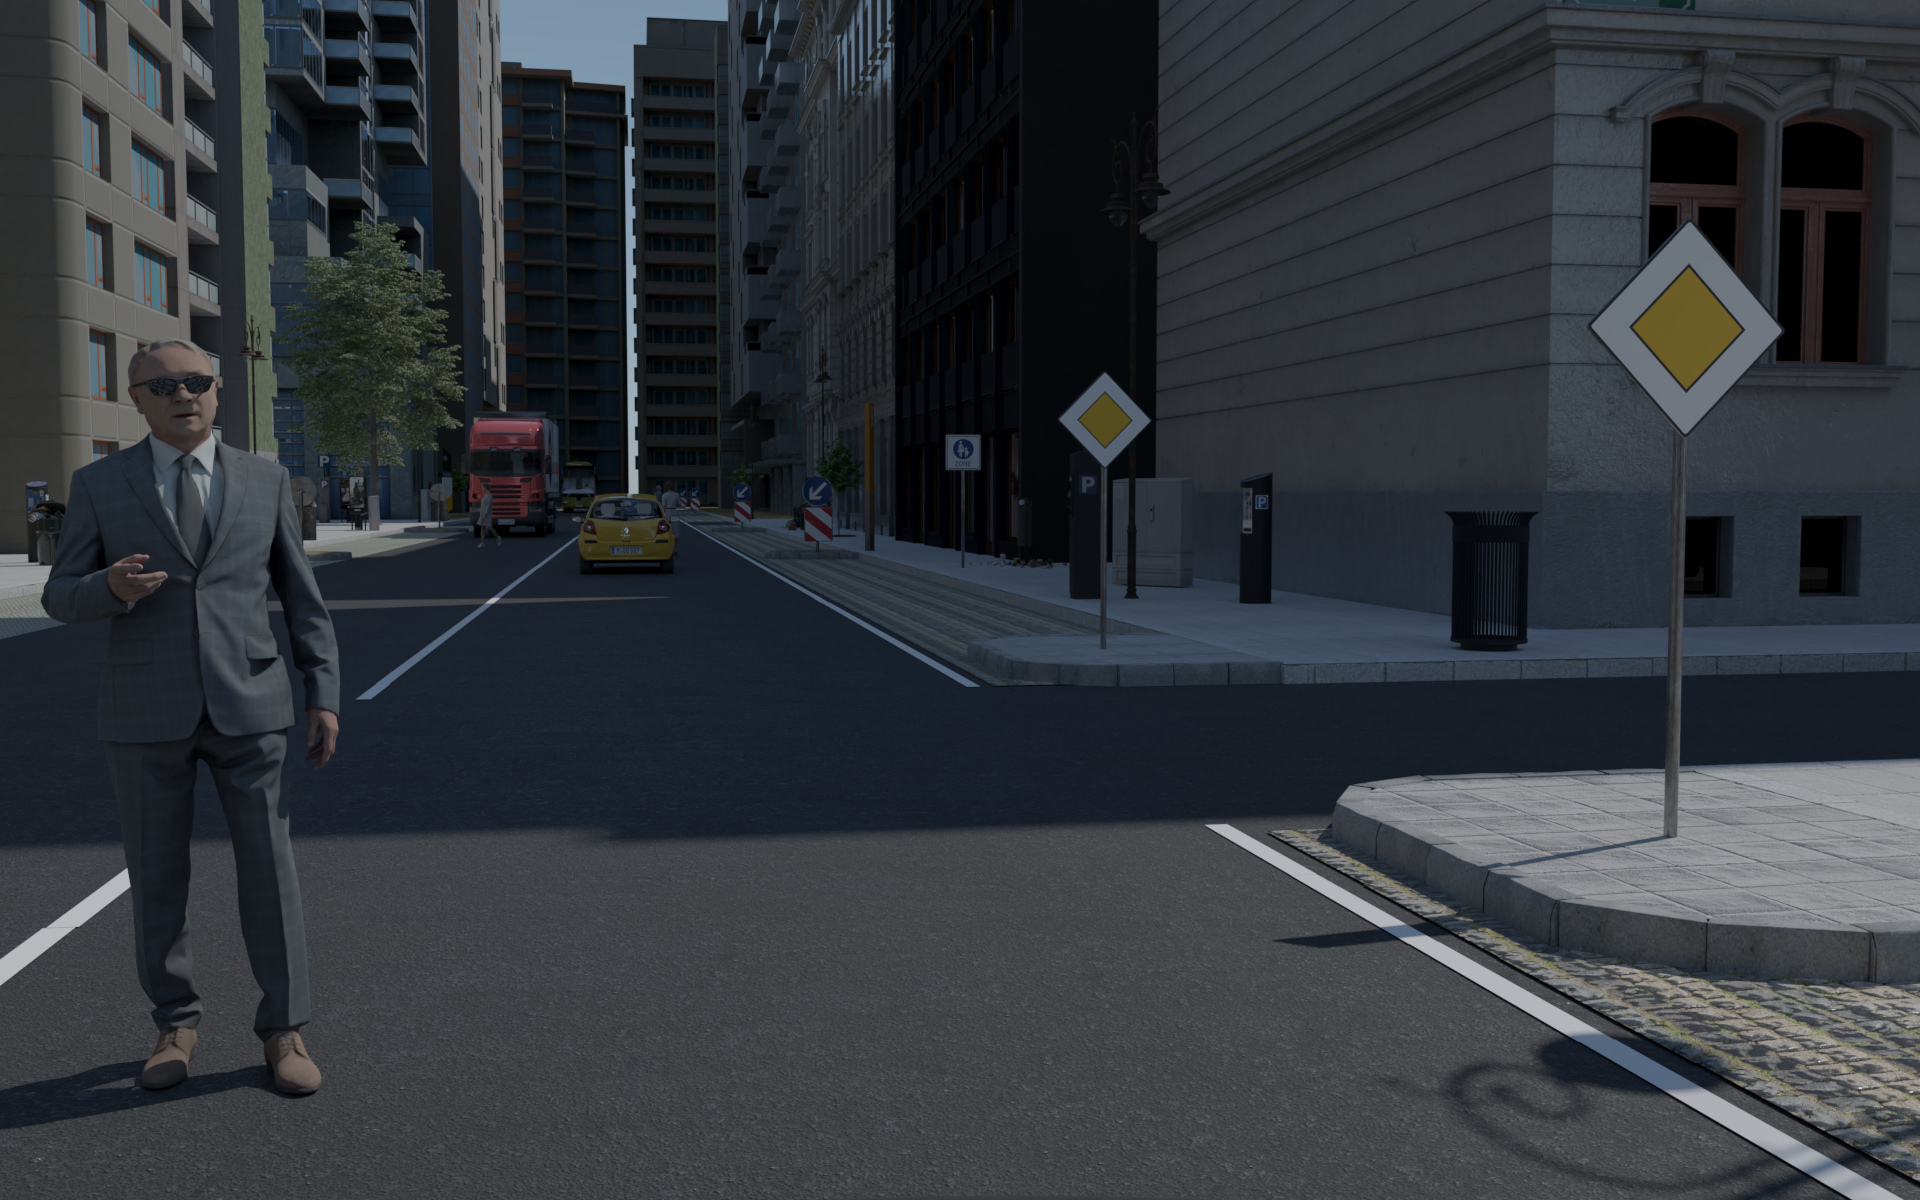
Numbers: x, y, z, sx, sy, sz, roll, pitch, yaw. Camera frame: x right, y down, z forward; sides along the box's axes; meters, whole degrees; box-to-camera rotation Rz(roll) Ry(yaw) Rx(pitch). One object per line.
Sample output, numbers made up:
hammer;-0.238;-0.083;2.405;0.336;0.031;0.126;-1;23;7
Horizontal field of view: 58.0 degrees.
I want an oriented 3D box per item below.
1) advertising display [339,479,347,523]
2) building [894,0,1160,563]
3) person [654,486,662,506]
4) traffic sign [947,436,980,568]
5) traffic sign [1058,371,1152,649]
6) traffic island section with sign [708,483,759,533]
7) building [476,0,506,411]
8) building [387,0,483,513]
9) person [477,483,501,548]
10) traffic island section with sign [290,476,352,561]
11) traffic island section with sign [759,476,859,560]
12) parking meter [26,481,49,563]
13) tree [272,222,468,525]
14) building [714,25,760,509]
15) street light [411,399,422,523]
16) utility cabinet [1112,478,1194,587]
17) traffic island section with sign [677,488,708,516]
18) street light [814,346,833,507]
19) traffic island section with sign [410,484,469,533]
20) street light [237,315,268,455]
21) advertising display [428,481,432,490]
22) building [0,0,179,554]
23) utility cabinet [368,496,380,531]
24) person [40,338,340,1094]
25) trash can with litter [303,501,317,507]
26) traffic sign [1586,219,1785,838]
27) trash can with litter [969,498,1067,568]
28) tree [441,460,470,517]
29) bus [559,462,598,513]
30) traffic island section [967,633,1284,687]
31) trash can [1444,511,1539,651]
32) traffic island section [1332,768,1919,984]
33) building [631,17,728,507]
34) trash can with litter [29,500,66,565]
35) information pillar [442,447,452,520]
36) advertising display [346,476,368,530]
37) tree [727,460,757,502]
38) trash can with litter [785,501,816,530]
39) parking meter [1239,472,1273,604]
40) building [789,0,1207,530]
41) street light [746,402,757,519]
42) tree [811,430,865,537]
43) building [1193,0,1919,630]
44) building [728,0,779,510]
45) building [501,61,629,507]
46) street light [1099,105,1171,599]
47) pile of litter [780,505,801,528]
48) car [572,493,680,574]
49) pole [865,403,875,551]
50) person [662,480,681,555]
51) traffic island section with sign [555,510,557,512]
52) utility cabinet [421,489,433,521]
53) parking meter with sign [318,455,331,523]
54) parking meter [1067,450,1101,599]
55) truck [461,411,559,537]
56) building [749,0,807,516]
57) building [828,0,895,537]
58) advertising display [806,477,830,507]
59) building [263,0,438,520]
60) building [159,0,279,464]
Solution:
advertising display;-27.034;-4.379;76.810;0.123;1.923;0.974;3;5;40
building;5.719;-12.879;40.250;12.332;23.373;15.834;-1;4;-11
person;-12.125;-3.736;69.987;0.834;1.777;0.661;-2;4;-31
traffic sign;0.051;-1.705;30.005;0.606;2.300;0.079;-1;4;-9
traffic sign;1.183;-0.650;14.272;0.795;2.450;0.064;-1;4;-11
traffic island section with sign;-8.330;-3.451;65.054;1.989;1.847;2.006;-1;4;-11
building;-51.860;-33.824;142.256;27.495;52.752;28.713;-1;4;-11
building;-41.392;-28.816;121.252;14.600;45.320;14.200;-1;4;-11
person;-12.720;-2.288;46.653;0.466;1.731;0.760;2;4;25
traffic island section with sign;-14.335;-1.773;37.621;1.989;1.847;2.006;-1;4;-11
traffic island section with sign;-3.346;-1.829;38.530;1.989;1.847;2.006;-1;4;-11
parking meter;-17.251;-1.467;32.404;0.372;1.533;0.369;0;3;0
tree;-24.479;-9.422;72.182;7.486;12.596;7.792;0;3;0
building;-14.974;-28.904;156.175;14.154;41.232;14.086;-1;4;-11
street light;-24.369;-6.429;77.908;0.468;5.910;1.993;-1;4;-11
utility cabinet;2.667;-0.940;24.049;1.173;1.500;0.318;3;5;43
traffic island section with sign;-17.716;-6.504;114.973;1.989;1.847;2.006;-1;4;-11
street light;-4.275;-4.973;54.104;0.468;5.910;1.993;-1;4;-11
traffic island section with sign;-19.415;-3.426;64.648;1.989;1.847;2.006;-1;4;-11
street light;-18.274;-4.409;44.869;0.468;5.910;1.993;-1;4;-11
advertising display;-25.905;-4.862;84.711;0.123;1.923;0.974;-1;4;-13
building;-31.503;-11.227;28.600;27.650;21.520;28.899;-1;4;-11
utility cabinet;-20.635;-3.045;60.952;0.306;1.237;1.020;-1;4;-23
person;-1.817;0.277;4.148;0.661;1.801;0.590;-2;4;-29
trash can with litter;-24.503;-3.278;64.984;0.624;1.170;1.055;-1;4;-16
traffic sign;2.659;-0.170;6.424;0.795;2.450;0.064;-1;4;-11
trash can with litter;1.112;-1.208;30.812;1.678;1.210;2.233;-1;4;-8
tree;-28.738;-6.374;98.810;1.663;3.219;1.824;0;3;0
bus;-29.621;-8.768;134.898;2.896;3.916;12.252;-1;4;-11
traffic island section;1.205;0.485;14.354;2.009;0.180;2.903;-1;4;-11
trash can;4.375;-0.162;14.301;0.748;1.137;0.748;0;3;0
traffic island section;2.680;0.965;6.506;2.009;0.180;2.903;-1;4;-11
building;-23.435;-34.163;182.259;21.600;48.544;21.300;-1;4;-11
trash can with litter;-16.497;-1.221;31.345;0.624;1.170;1.055;-2;4;-28
information pillar;-25.386;-5.769;85.679;0.504;3.616;0.183;-3;5;-40
advertising display;-21.418;-3.452;61.647;0.974;1.923;0.123;3;5;39
tree;-12.562;-6.399;99.231;1.663;3.219;1.824;0;3;0
trash can with litter;-5.648;-3.052;61.285;1.055;1.170;0.624;-1;4;-15
parking meter;3.475;-0.729;20.332;0.372;1.533;0.369;0;3;0
building;0.245;-17.770;77.929;14.401;28.519;23.554;-1;4;-11
street light;-10.480;-7.005;87.318;0.468;5.910;1.993;-1;4;-11
tree;-3.516;-3.517;52.099;1.663;3.219;1.824;0;3;0
building;15.266;-14.450;23.649;23.554;28.519;14.401;-1;4;-11
building;-3.961;-33.458;136.270;28.713;52.752;27.495;-1;4;-11
building;-48.603;-32.010;177.991;28.867;44.769;22.147;-1;4;-11
street light;2.109;-2.956;21.123;0.468;5.910;1.993;-1;4;-11
pile of litter;-6.191;-3.220;66.611;1.719;0.858;1.176;1;4;22
car;-6.272;-1.366;32.553;2.015;1.641;3.980;-1;4;-11
pole;-2.038;-2.764;39.029;0.158;3.312;0.155;0;3;0
person;-6.796;-1.935;40.702;0.480;1.755;0.524;-2;4;-26
traffic island section with sign;-33.565;-8.027;139.870;1.989;1.847;2.006;-1;4;-11
utility cabinet;-25.582;-4.556;83.177;0.318;1.500;1.173;0;4;-5
parking meter with sign;-28.217;-4.929;76.854;0.543;3.016;1.738;-1;4;-18
parking meter;1.520;-0.945;21.170;0.399;1.863;0.255;-1;4;-9
truck;-15.641;-4.413;61.062;2.839;4.237;11.283;-1;4;-10
building;-0.757;-29.844;107.557;23.786;49.044;30.456;-1;4;-11
building;1.579;-12.717;57.073;9.793;20.994;18.267;-1;4;-11
advertising display;-5.321;-3.656;64.985;0.974;1.923;0.123;1;4;23
building;-41.249;-47.975;97.070;22.319;86.520;31.000;-1;4;-11
building;-32.148;-22.917;58.291;14.154;41.232;14.086;-1;4;-11
